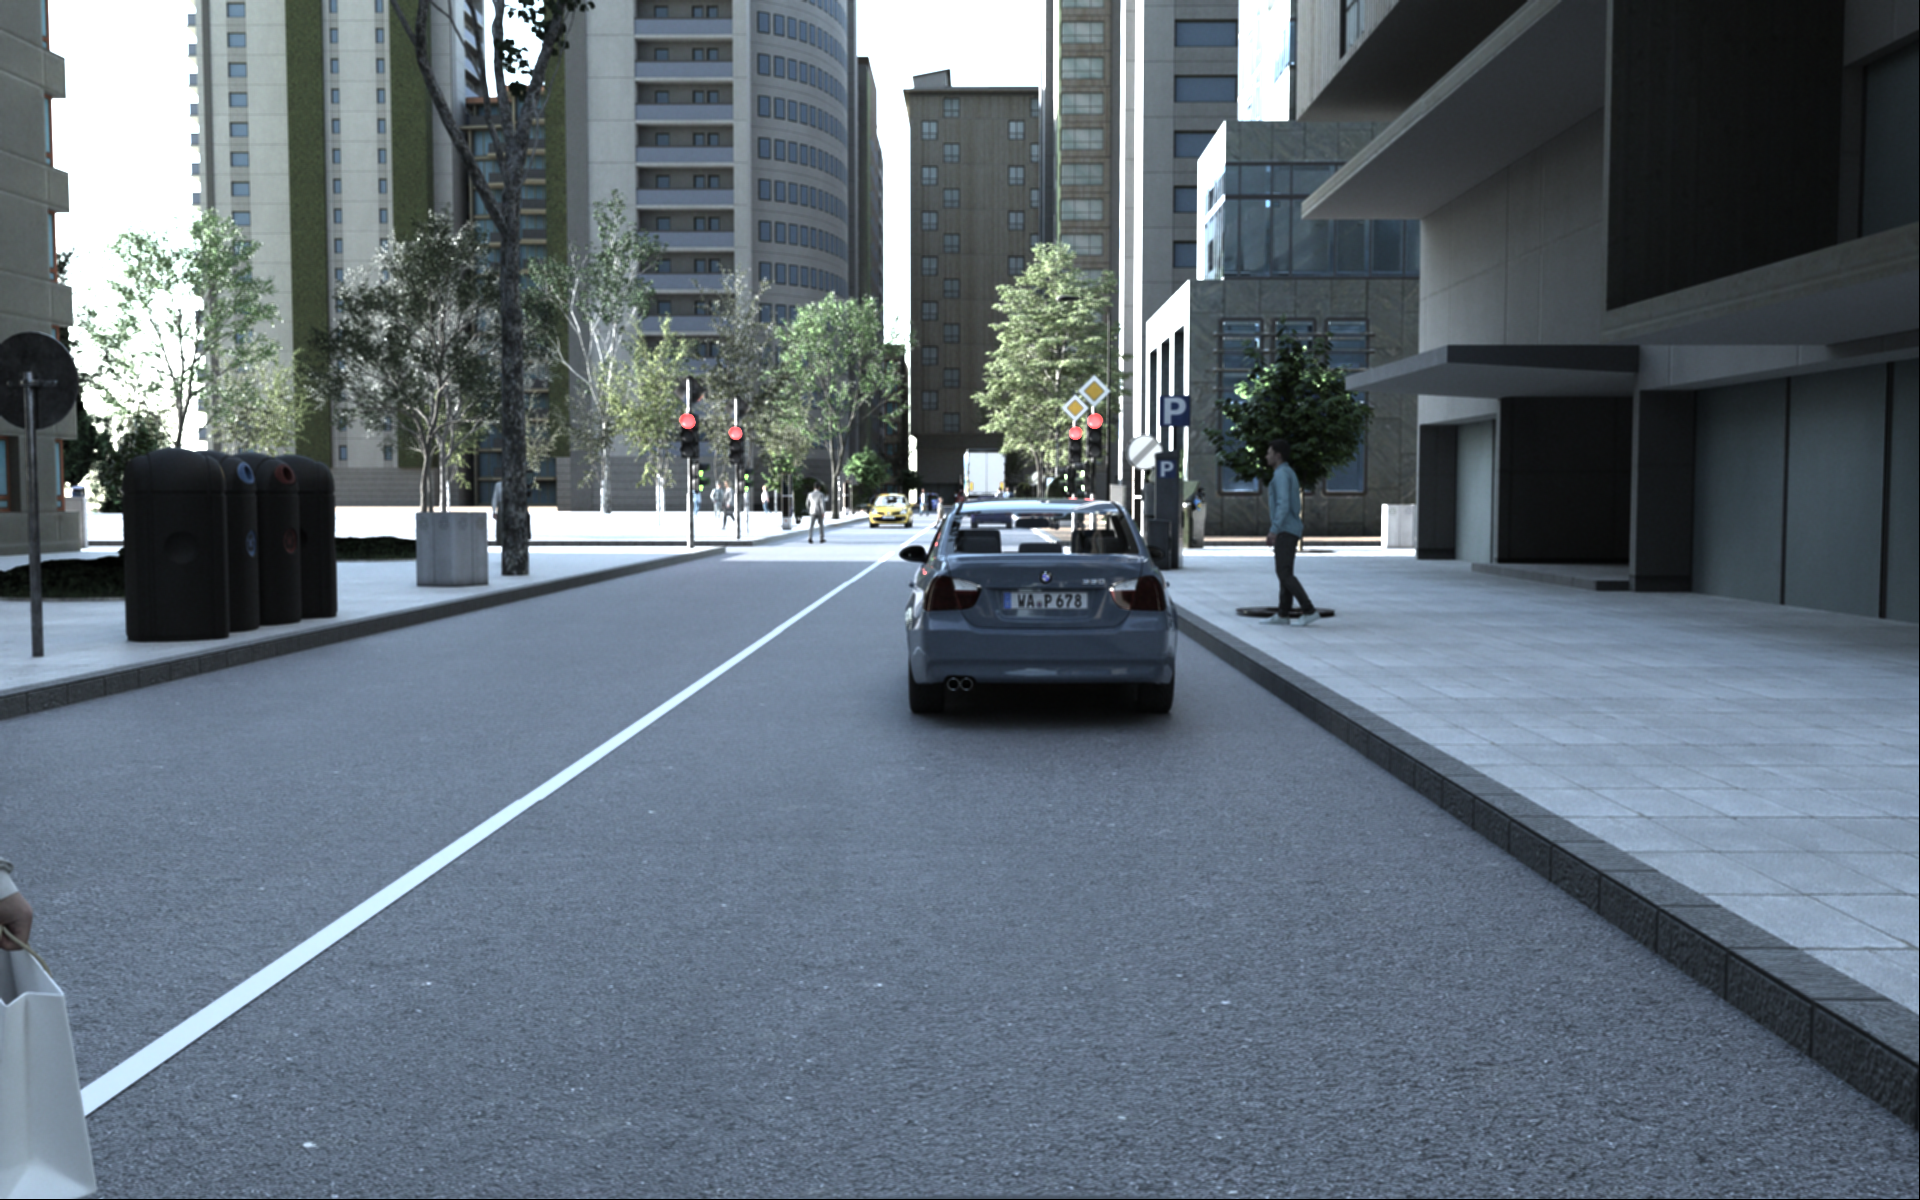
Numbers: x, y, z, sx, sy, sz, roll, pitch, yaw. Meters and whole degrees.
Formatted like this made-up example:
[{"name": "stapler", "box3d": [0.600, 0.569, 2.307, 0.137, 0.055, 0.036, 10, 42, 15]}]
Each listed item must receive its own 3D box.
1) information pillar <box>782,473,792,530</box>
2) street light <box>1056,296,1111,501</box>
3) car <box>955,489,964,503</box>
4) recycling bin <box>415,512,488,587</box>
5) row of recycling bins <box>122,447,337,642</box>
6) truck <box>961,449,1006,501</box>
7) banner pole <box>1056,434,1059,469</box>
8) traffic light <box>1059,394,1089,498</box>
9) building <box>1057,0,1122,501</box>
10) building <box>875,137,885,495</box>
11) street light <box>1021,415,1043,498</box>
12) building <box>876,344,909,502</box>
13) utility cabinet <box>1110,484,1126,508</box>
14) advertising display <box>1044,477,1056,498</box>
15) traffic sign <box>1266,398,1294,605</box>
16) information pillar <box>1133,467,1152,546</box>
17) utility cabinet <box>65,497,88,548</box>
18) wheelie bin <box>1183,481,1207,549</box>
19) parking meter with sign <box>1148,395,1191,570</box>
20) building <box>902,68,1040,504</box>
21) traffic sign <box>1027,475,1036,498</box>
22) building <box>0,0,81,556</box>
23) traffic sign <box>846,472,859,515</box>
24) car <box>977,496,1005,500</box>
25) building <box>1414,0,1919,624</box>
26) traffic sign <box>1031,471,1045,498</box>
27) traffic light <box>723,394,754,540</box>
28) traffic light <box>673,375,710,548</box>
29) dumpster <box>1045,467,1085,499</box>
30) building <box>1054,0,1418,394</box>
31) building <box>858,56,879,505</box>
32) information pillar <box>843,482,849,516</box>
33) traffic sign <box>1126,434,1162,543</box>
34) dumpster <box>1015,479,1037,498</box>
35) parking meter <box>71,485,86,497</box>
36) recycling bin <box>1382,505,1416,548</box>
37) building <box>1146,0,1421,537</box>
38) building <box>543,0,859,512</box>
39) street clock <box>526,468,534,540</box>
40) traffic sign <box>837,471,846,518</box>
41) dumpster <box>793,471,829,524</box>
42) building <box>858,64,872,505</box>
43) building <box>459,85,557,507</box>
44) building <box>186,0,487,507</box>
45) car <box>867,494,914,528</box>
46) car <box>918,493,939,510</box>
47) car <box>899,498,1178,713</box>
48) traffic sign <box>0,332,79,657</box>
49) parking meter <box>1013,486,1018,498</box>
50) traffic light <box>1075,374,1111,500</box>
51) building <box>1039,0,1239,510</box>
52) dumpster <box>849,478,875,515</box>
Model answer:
[{"name": "information pillar", "box3d": [-6.166, -3.501, 61.726, 0.304, 2.012, 0.304, 1, 4, 13]}, {"name": "street light", "box3d": [2.954, -4.168, 40.694, 1.470, 5.913, 1.316, 0, 4, 1]}, {"name": "car", "box3d": [0.697, -7.721, 134.917, 2.281, 1.827, 5.304, 0, 4, 1]}, {"name": "recycling bin", "box3d": [-7.135, -0.720, 24.333, 0.722, 1.027, 0.722, 2, 4, 25]}, {"name": "row of recycling bins", "box3d": [-6.999, -0.586, 16.701, 1.069, 1.692, 3.534, 0, 4, 0]}, {"name": "truck", "box3d": [1.549, -7.584, 112.904, 2.839, 4.237, 11.283, 0, 4, -1]}, {"name": "banner pole", "box3d": [4.004, -4.991, 71.617, 0.401, 3.779, 0.863, 0, 4, 6]}, {"name": "traffic light", "box3d": [3.212, -3.656, 48.690, 0.839, 4.253, 0.868, 0, 4, 1]}, {"name": "building", "box3d": [14.352, -27.442, 132.269, 14.154, 41.232, 14.086, 0, 4, 1]}, {"name": "building", "box3d": [-15.398, -30.991, 190.298, 14.086, 41.232, 14.154, 0, 4, 1]}, {"name": "street light", "box3d": [3.496, -6.890, 85.187, 1.470, 5.913, 1.316, 0, 4, 1]}, {"name": "building", "box3d": [-21.545, -23.200, 224.356, 28.899, 21.520, 27.650, 0, 4, 1]}, {"name": "utility cabinet", "box3d": [3.621, -1.888, 39.540, 0.318, 1.500, 1.173, 1, 4, 9]}, {"name": "advertising display", "box3d": [3.488, -3.690, 65.537, 0.123, 1.923, 0.974, 3, 4, 37]}, {"name": "traffic sign", "box3d": [3.824, -1.217, 20.009, 0.768, 2.556, 0.104, 0, 4, 6]}, {"name": "information pillar", "box3d": [3.960, -2.027, 37.639, 0.304, 2.012, 0.304, -3, 5, -42]}, {"name": "utility cabinet", "box3d": [-21.186, -1.819, 40.904, 1.020, 1.237, 0.306, -1, 4, -9]}, {"name": "wheelie bin", "box3d": [5.416, -2.028, 41.070, 0.693, 1.594, 0.980, -3, 5, -44]}, {"name": "parking meter with sign", "box3d": [3.586, -2.056, 29.879, 0.543, 3.016, 1.738, 1, 4, 15]}, {"name": "building", "box3d": [6.966, -38.784, 223.362, 27.495, 52.752, 28.713, 0, 4, 1]}, {"name": "traffic sign", "box3d": [4.709, -6.847, 112.050, 0.768, 2.556, 0.104, 1, 4, 9]}, {"name": "building", "box3d": [-34.351, -10.983, 24.618, 28.899, 21.520, 27.650, 0, 4, 1]}, {"name": "traffic sign", "box3d": [-6.478, -6.338, 103.634, 0.884, 2.594, 0.081, 0, 4, 1]}, {"name": "car", "box3d": [1.332, -3.671, 72.603, 1.945, 1.354, 3.894, 0, 4, 1]}, {"name": "building", "box3d": [19.918, -26.358, 20.192, 28.713, 52.752, 27.495, 0, 4, 1]}, {"name": "traffic sign", "box3d": [4.339, -5.880, 96.241, 0.768, 2.556, 0.104, 0, 4, 3]}, {"name": "traffic light", "box3d": [-6.249, -3.661, 48.774, 0.839, 4.253, 0.868, 0, 4, 1]}, {"name": "traffic light", "box3d": [-6.334, -3.172, 40.790, 0.839, 4.253, 0.868, 0, 4, 1]}, {"name": "dumpster", "box3d": [3.896, -3.703, 63.039, 1.502, 2.255, 1.985, 0, 4, 1]}, {"name": "building", "box3d": [22.251, -34.499, 153.304, 28.713, 52.752, 27.495, 0, 4, 1]}, {"name": "building", "box3d": [-15.574, -32.095, 174.868, 14.600, 45.320, 14.200, 0, 4, 1]}, {"name": "information pillar", "box3d": [-6.785, -6.035, 103.172, 0.304, 2.012, 0.304, -1, 4, -22]}, {"name": "traffic sign", "box3d": [3.943, -2.260, 37.050, 0.768, 2.556, 0.104, 1, 4, 10]}, {"name": "dumpster", "box3d": [4.445, -6.901, 115.332, 1.502, 2.255, 1.985, 0, 4, 1]}, {"name": "parking meter", "box3d": [-24.760, -2.462, 48.671, 0.372, 1.533, 0.369, 0, 3, 0]}, {"name": "recycling bin", "box3d": [10.492, -1.765, 41.418, 0.722, 1.027, 0.722, 1, 4, 9]}, {"name": "building", "box3d": [22.487, -45.753, 60.741, 31.000, 86.520, 22.319, 0, 4, 1]}, {"name": "building", "box3d": [-19.558, -36.437, 137.749, 21.231, 58.520, 28.212, 0, 4, 1]}, {"name": "street clock", "box3d": [-12.187, -2.695, 48.626, 0.358, 2.002, 0.471, 2, 4, 29]}, {"name": "traffic sign", "box3d": [-6.554, -5.750, 94.125, 0.768, 2.556, 0.104, 0, 4, 8]}, {"name": "dumpster", "box3d": [-6.459, -4.394, 74.339, 1.502, 2.255, 1.985, 0, 4, 1]}, {"name": "building", "box3d": [-15.654, -29.145, 160.109, 14.154, 41.232, 14.086, 0, 4, 1]}, {"name": "building", "box3d": [-36.922, -32.492, 185.869, 28.867, 44.769, 22.147, 0, 4, 1]}, {"name": "building", "box3d": [-65.795, -39.391, 186.036, 28.212, 58.520, 21.231, 0, 4, 1]}, {"name": "car", "box3d": [-2.954, -3.933, 74.528, 2.015, 1.641, 3.980, 0, 4, 1]}, {"name": "car", "box3d": [-2.687, -8.751, 152.673, 1.945, 1.707, 3.694, 0, 4, 0]}, {"name": "car", "box3d": [0.540, -0.039, 12.634, 2.014, 1.417, 4.499, 0, 4, 1]}, {"name": "traffic sign", "box3d": [-7.292, -0.826, 13.619, 0.768, 2.556, 0.104, 0, 4, 5]}, {"name": "parking meter", "box3d": [3.960, -7.049, 120.966, 0.399, 1.863, 0.255, -2, 4, -31]}, {"name": "traffic light", "box3d": [3.127, -3.167, 40.706, 0.839, 4.253, 0.868, 0, 4, 1]}, {"name": "building", "box3d": [18.815, -39.132, 181.801, 21.231, 58.520, 28.212, 0, 4, 1]}, {"name": "dumpster", "box3d": [-6.121, -6.430, 107.630, 1.502, 2.255, 1.985, 0, 4, 1]}]
